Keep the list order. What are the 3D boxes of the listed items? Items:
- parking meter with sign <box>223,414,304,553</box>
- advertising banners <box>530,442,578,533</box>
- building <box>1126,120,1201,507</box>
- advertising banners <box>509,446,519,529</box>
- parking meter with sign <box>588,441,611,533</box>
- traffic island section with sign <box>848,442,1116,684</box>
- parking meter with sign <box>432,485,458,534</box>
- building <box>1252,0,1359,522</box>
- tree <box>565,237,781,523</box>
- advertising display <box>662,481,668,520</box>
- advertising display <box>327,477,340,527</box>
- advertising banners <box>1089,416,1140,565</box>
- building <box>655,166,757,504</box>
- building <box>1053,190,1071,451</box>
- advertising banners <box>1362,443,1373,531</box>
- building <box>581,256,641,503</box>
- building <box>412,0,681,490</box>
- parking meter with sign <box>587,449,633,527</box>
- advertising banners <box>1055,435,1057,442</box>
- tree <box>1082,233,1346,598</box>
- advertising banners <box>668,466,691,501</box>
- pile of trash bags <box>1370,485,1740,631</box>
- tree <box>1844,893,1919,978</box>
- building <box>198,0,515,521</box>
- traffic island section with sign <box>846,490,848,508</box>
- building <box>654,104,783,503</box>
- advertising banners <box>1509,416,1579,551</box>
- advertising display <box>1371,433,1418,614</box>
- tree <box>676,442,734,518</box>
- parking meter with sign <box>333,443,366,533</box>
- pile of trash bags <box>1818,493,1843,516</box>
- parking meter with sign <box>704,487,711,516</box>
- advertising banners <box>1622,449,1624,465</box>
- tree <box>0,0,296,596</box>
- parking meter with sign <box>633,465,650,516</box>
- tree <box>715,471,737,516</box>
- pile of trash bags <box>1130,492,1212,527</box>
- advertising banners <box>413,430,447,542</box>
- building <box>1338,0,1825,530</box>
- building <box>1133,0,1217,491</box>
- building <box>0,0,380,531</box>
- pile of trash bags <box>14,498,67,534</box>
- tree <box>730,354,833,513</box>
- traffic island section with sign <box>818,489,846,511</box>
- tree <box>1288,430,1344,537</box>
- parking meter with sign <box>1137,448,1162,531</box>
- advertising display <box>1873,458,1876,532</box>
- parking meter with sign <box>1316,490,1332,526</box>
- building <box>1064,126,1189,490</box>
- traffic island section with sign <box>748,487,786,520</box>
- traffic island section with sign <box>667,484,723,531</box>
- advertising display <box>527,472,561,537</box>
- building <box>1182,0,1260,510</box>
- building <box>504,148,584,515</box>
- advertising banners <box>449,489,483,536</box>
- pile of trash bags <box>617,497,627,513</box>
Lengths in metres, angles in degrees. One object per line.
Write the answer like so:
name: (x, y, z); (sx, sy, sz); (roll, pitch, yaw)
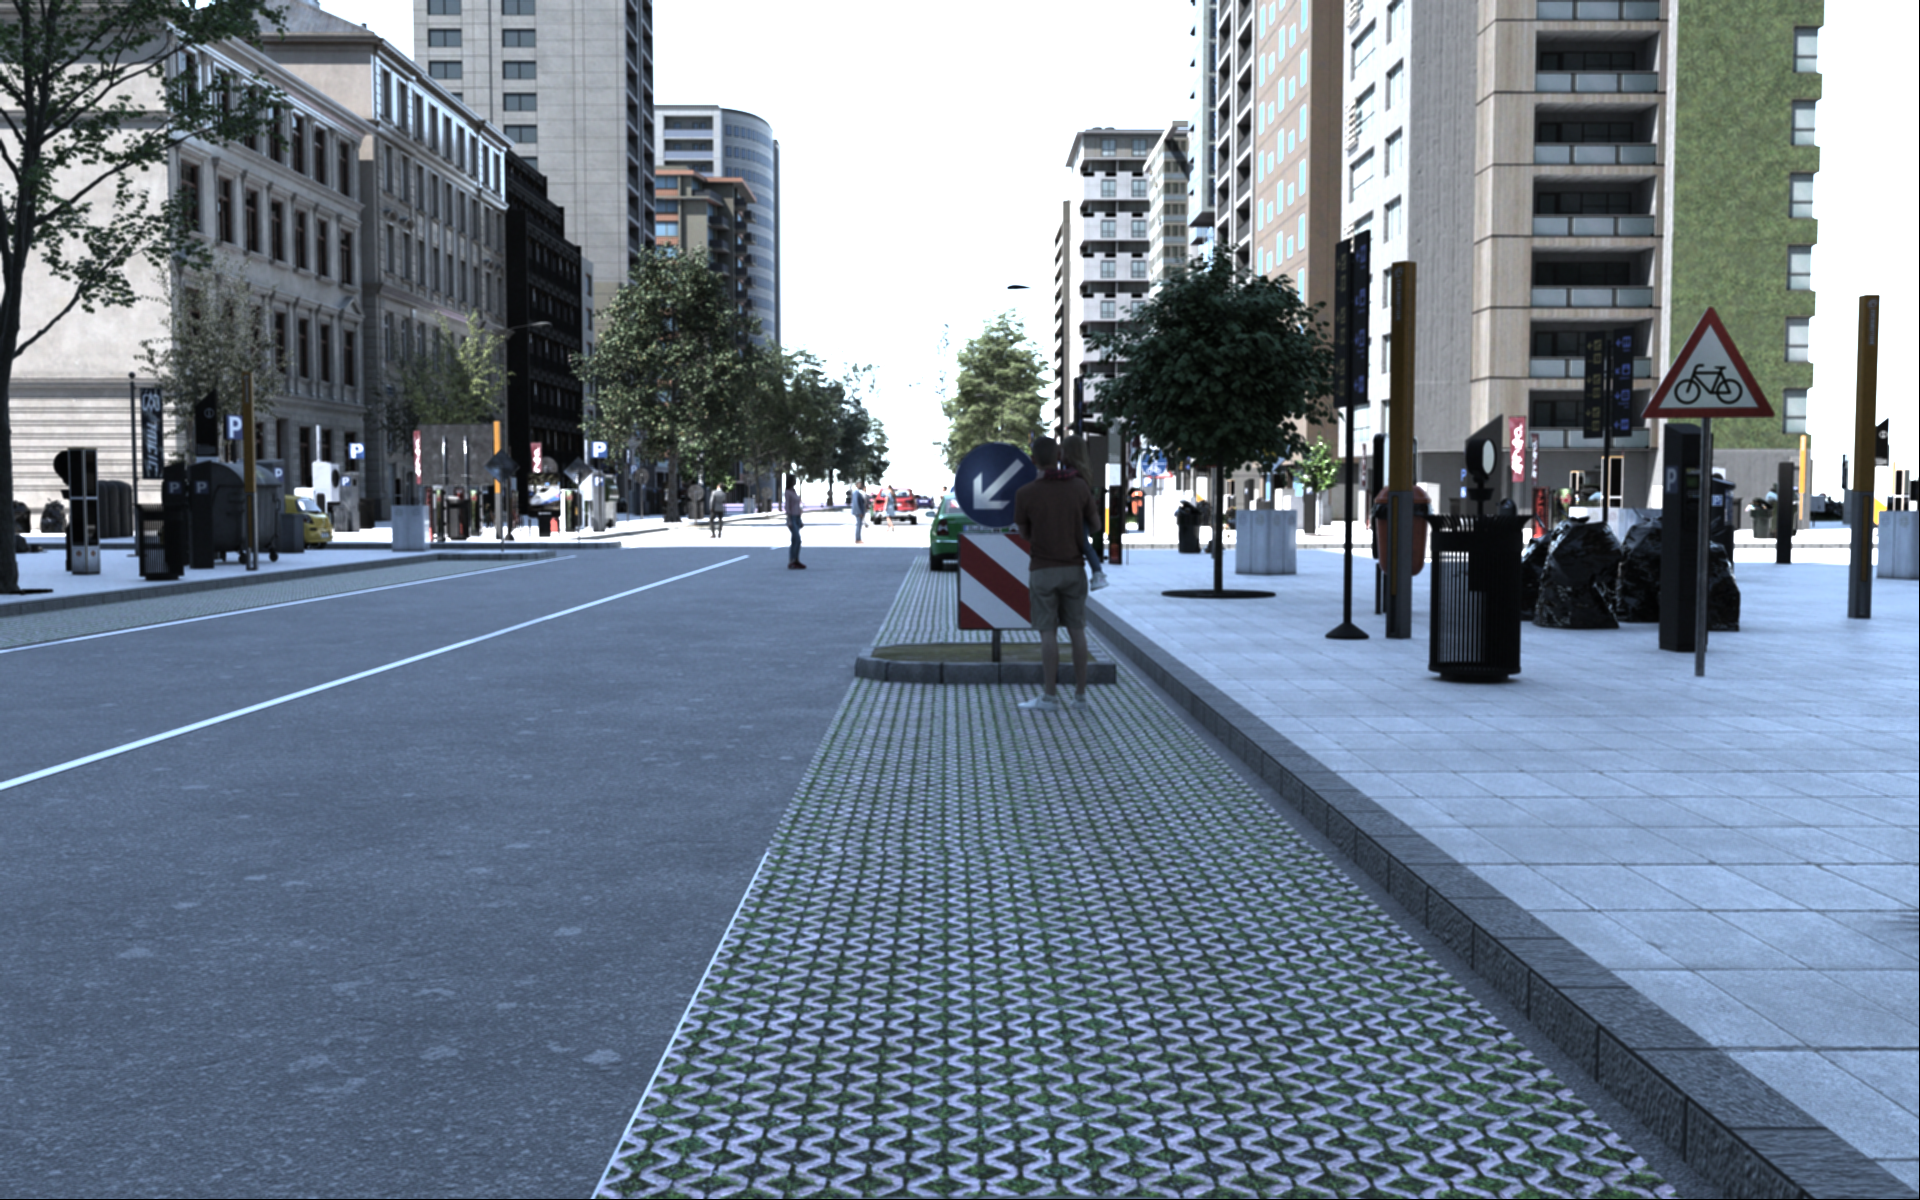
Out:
parking meter with sign: (-15.199, -2.548, 37.928); (1.738, 3.016, 0.543); (1, 4, 18)
advertising banners: (-13.580, -3.773, 57.874); (2.074, 3.025, 0.090); (2, 4, 31)
building: (31.715, -29.344, 171.661); (32.217, 40.220, 23.993); (0, 4, 0)
advertising banners: (-16.421, -4.126, 63.650); (0.090, 3.025, 2.074); (0, 4, -5)
parking meter with sign: (-12.120, -3.788, 58.196); (0.543, 3.016, 1.738); (-1, 4, -13)
traffic island section with sign: (0.172, -0.323, 13.915); (1.989, 1.847, 2.006); (0, 4, 0)
parking meter with sign: (-16.726, -3.653, 55.984); (0.543, 3.016, 1.738); (1, 4, 18)
building: (22.783, -26.635, 85.589); (14.600, 45.320, 14.200); (0, 4, 0)
tree: (-12.872, -9.814, 77.465); (9.611, 12.733, 9.660); (0, 3, 0)
advertising display: (-14.379, -4.896, 85.255); (0.123, 1.923, 0.974); (1, 4, 18)
advertising display: (-23.762, -3.718, 66.001); (0.974, 1.923, 0.123); (1, 4, 16)
advertising banners: (2.834, -2.168, 31.643); (0.090, 3.025, 2.074); (-1, 4, -21)
building: (-39.147, -35.392, 233.275); (22.147, 44.769, 28.867); (0, 4, 0)
building: (25.853, -39.518, 269.813); (21.300, 48.544, 21.600); (0, 4, 0)
advertising banners: (14.323, -3.950, 60.762); (0.090, 3.025, 2.074); (2, 4, 26)
building: (-41.314, -17.793, 135.950); (27.650, 21.520, 28.899); (0, 4, 0)
building: (-36.837, -44.093, 159.174); (20.563, 71.187, 20.611); (0, 4, 0)
parking meter with sign: (-13.742, -4.347, 67.333); (1.738, 3.016, 0.543); (0, 4, 3)
advertising banners: (2.724, -3.334, 50.691); (0.090, 3.025, 2.074); (1, 4, 10)
tree: (3.333, -2.328, 21.775); (4.285, 4.588, 4.351); (0, 3, 0)
advertising banners: (-16.258, -6.449, 101.623); (2.074, 3.025, 0.090); (-3, 5, -42)
pile of trash bags: (5.860, -0.461, 17.283); (3.447, 1.369, 1.912); (1, 4, 13)
tree: (2.987, -5.747, 4.333); (12.009, 13.543, 11.850); (0, 3, 0)
building: (-33.002, -18.082, 92.910); (12.463, 27.353, 25.104); (0, 4, 0)
traffic island section with sign: (-11.137, -10.087, 173.553); (1.989, 1.847, 2.006); (0, 4, 0)
building: (-38.744, -44.035, 261.963); (21.231, 58.520, 28.212); (0, 4, 0)
advertising banners: (12.873, -2.576, 38.308); (0.090, 3.025, 2.074); (-2, 4, -27)
advertising display: (4.713, -0.830, 18.783); (0.123, 1.923, 0.974); (3, 4, 36)
tree: (-13.761, -6.701, 93.270); (4.285, 4.588, 4.351); (0, 3, 0)
parking meter with sign: (-20.562, -3.792, 58.253); (0.543, 3.016, 1.738); (0, 4, 2)
pile of trash bags: (50.762, -5.578, 100.951); (1.912, 1.369, 3.447); (0, 4, 6)
parking meter with sign: (-15.117, -6.585, 103.932); (0.543, 3.016, 1.738); (-1, 4, -22)
advertising banners: (23.074, -3.926, 60.377); (0.090, 3.025, 2.074); (1, 4, 22)
tree: (-12.191, -5.887, 22.005); (9.928, 11.665, 9.643); (0, 3, 0)
parking meter with sign: (-19.094, -6.556, 103.445); (0.543, 3.016, 1.738); (-3, 4, -38)
tree: (-13.793, -6.450, 100.059); (1.663, 3.219, 1.824); (0, 3, 0)
pile of trash bags: (8.482, -3.634, 69.166); (3.447, 1.369, 1.912); (1, 4, 22)
advertising banners: (-14.309, -3.088, 46.678); (0.090, 3.025, 2.074); (-3, 4, -38)
building: (23.357, -23.473, 67.373); (14.086, 41.232, 14.154); (0, 4, 0)
building: (27.248, -50.708, 141.739); (22.319, 86.520, 31.000); (0, 4, 0)
building: (-32.545, -14.298, 69.925); (11.583, 22.565, 21.152); (0, 4, 0)
pile of trash bags: (-30.939, -2.864, 56.582); (3.447, 1.369, 1.912); (-1, 4, -12)
tree: (-13.598, -11.019, 114.571); (7.601, 10.594, 8.767); (1, 4, 14)
traffic island section with sign: (-10.946, -8.439, 146.599); (1.989, 1.847, 2.006); (0, 4, 0)
tree: (10.734, -3.529, 52.293); (1.663, 3.219, 1.824); (0, 3, 0)
parking meter with sign: (6.687, -3.980, 61.340); (0.543, 3.016, 1.738); (1, 4, 19)
advertising display: (16.254, -1.576, 30.977); (0.123, 1.923, 0.974); (2, 4, 31)
parking meter with sign: (14.637, -4.522, 70.189); (0.543, 3.016, 1.738); (-1, 4, -9)
building: (29.882, -40.111, 245.045); (28.713, 52.752, 27.495); (0, 4, 0)
traffic island section with sign: (-10.595, -5.294, 95.182); (1.989, 1.847, 2.006); (0, 4, 0)
traffic island section with sign: (-10.411, -3.645, 68.227); (1.989, 1.847, 2.006); (0, 4, 0)
advertising display: (-12.298, -2.815, 51.247); (0.974, 1.923, 0.123); (-1, 4, -14)
building: (25.937, -41.096, 110.180); (20.563, 71.187, 20.611); (0, 4, 0)
building: (-32.565, -17.357, 113.465); (12.332, 23.373, 15.834); (0, 4, 0)
advertising banners: (-15.383, -3.489, 53.238); (2.074, 3.025, 0.090); (3, 4, 37)
pile of trash bags: (-23.673, -6.562, 117.041); (3.447, 1.369, 1.912); (-3, 4, -38)
